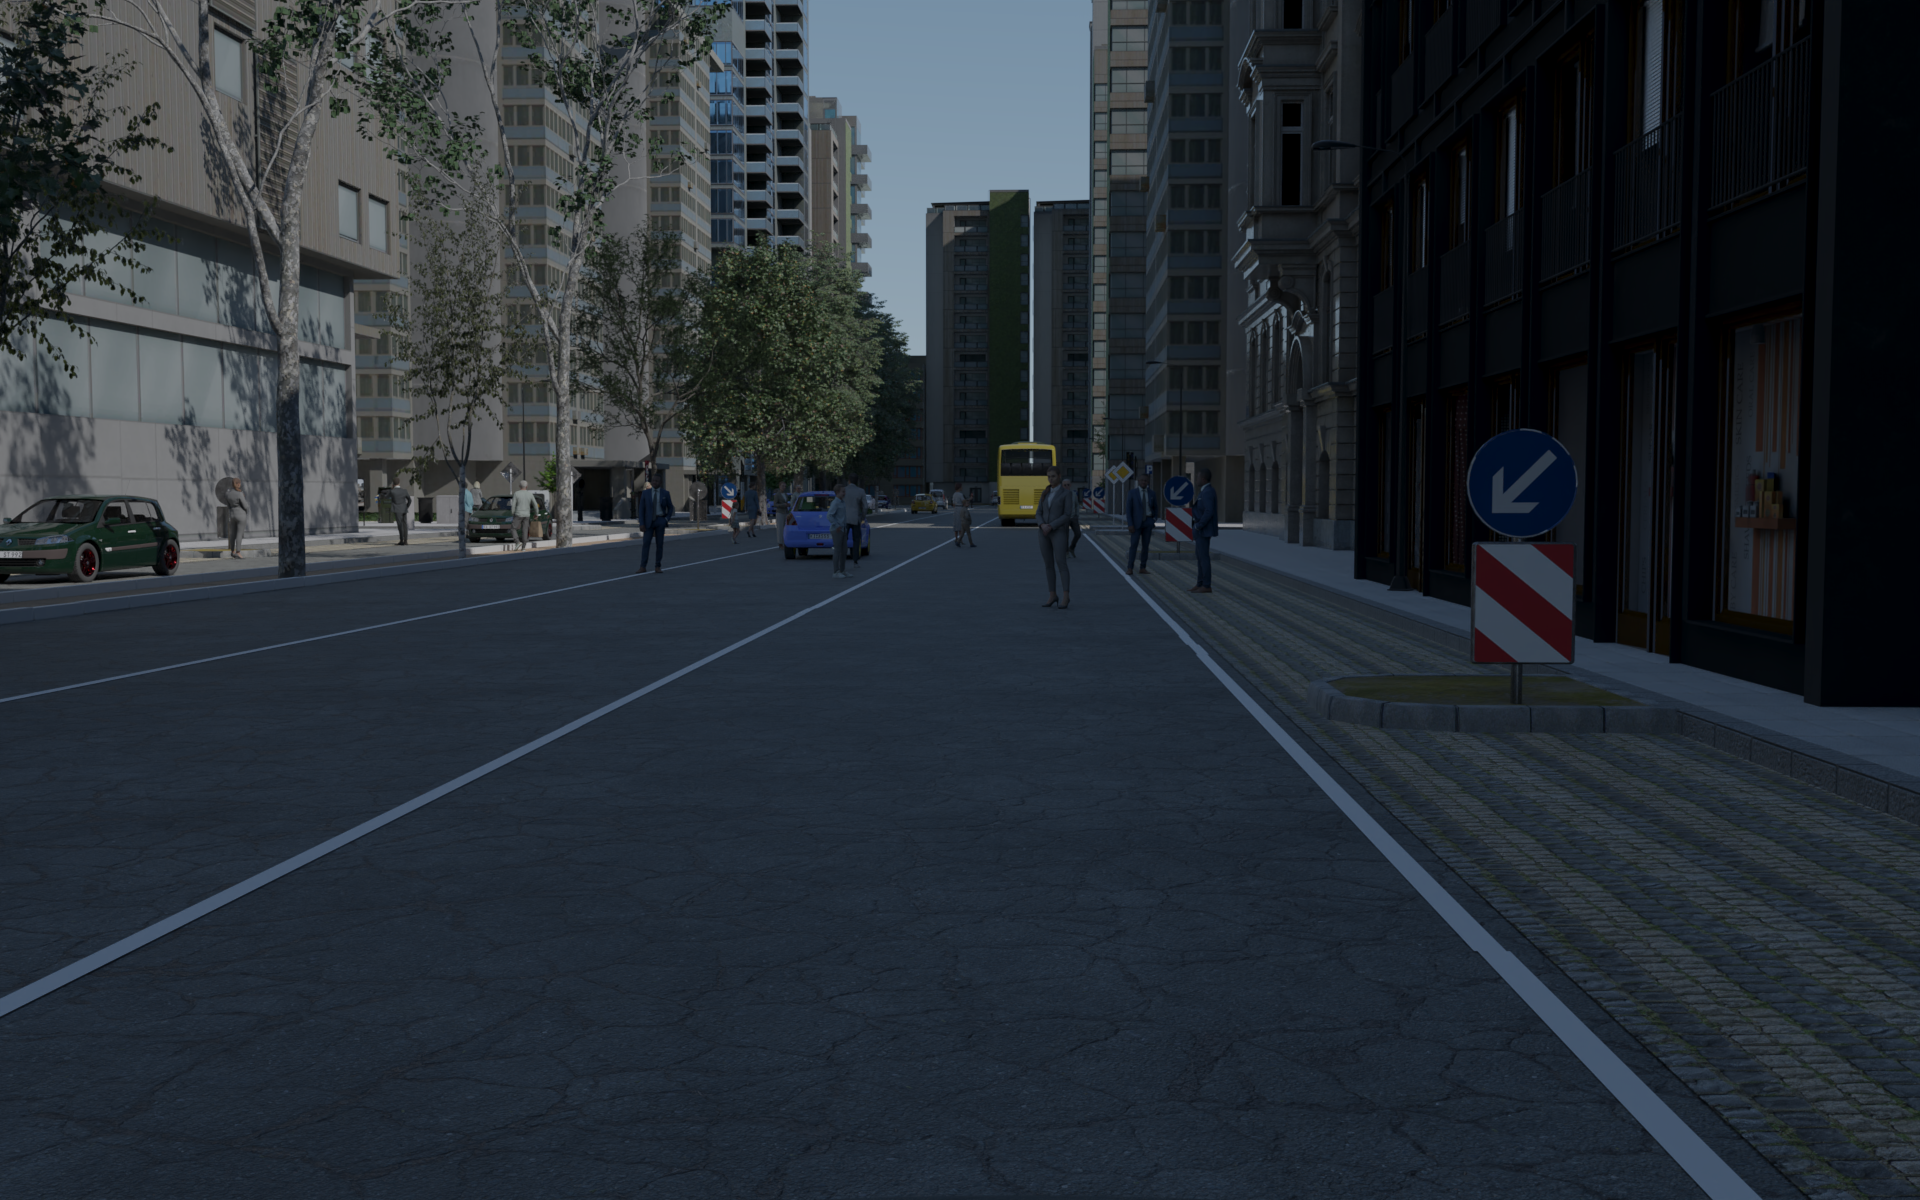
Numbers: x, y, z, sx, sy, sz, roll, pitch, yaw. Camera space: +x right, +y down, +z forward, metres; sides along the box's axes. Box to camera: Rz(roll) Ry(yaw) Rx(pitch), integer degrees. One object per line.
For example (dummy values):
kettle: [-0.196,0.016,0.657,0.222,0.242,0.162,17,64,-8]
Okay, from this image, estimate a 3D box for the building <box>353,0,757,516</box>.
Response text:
building: [-31.804,-26.724,128.811,32.217,40.220,23.993,0,4,3]

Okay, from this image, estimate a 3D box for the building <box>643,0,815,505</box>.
building: [-24.743,-51.805,159.686,22.319,86.520,31.000,0,4,3]

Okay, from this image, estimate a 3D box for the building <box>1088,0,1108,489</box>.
building: [25.736,-40.510,204.345,21.231,58.520,28.212,0,4,3]

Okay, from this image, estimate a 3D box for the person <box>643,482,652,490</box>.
person: [-9.410,-2.691,52.689,0.537,1.800,0.526,-3,4,-38]

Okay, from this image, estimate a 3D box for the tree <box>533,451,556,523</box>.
tree: [-18.113,-5.028,76.807,1.663,3.219,1.824,0,3,0]

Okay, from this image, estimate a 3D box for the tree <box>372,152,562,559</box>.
tree: [-10.733,-5.168,37.318,4.360,8.622,3.978,0,3,0]

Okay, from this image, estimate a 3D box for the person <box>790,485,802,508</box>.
person: [-6.114,-3.415,64.819,0.515,1.767,0.782,3,5,43]

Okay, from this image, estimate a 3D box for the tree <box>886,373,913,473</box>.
tree: [-7.564,-10.757,95.341,9.611,12.733,9.660,0,3,0]

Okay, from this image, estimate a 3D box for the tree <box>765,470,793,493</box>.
tree: [-15.355,-9.814,144.178,4.285,4.588,4.351,0,3,0]

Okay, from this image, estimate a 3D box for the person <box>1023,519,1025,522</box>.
person: [2.959,-4.889,88.308,0.818,1.842,0.514,0,4,-1]

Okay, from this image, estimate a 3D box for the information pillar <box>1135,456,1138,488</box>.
information pillar: [10.846,-7.054,106.679,0.183,3.616,0.504,1,4,19]

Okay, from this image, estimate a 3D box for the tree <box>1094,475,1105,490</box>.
tree: [12.740,-9.591,151.421,1.663,3.219,1.824,0,3,0]

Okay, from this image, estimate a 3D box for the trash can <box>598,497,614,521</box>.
trash can: [-16.841,-4.330,82.455,0.748,1.137,0.748,0,3,0]

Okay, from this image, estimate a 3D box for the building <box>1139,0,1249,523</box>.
building: [21.085,-23.888,82.454,23.993,40.220,32.217,0,4,3]

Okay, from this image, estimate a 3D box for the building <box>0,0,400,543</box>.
building: [-32.813,-27.917,45.675,27.495,52.752,28.713,0,4,3]

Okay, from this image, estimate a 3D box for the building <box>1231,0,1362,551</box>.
building: [14.235,-13.688,42.882,14.460,24.649,34.723,0,4,3]

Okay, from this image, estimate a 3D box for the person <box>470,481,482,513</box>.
person: [-19.937,-3.984,71.366,0.537,1.800,0.526,0,4,4]

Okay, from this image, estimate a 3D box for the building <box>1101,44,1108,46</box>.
building: [24.924,-34.012,179.800,21.300,48.544,21.600,0,4,3]

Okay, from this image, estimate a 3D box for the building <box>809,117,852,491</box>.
building: [-19.193,-30.565,183.324,14.154,41.232,14.086,0,4,3]

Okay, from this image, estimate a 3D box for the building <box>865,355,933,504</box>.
building: [-18.646,-24.332,242.862,28.899,21.520,27.650,0,4,3]

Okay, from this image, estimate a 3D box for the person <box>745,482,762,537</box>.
person: [-6.943,-3.000,57.575,0.581,1.822,0.654,3,4,37]

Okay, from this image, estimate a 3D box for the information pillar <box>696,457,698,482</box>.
information pillar: [-16.471,-7.167,108.537,0.183,3.616,0.504,-1,4,-11]

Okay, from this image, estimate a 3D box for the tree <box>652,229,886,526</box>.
tree: [-8.591,-9.489,74.617,9.611,12.733,9.660,0,3,0]

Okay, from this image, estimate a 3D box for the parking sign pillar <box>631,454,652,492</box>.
parking sign pillar: [-20.331,-7.479,110.760,1.447,3.967,1.447,-1,4,-20]

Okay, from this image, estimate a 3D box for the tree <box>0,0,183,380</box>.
tree: [-11.457,-4.121,20.194,4.360,8.622,3.978,0,3,0]

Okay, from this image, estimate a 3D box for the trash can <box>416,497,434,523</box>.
trash can: [-23.391,-3.924,75.804,0.748,1.137,0.748,0,3,0]

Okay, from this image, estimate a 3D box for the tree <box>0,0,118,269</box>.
tree: [-12.096,-5.702,12.696,9.611,12.733,9.660,0,3,0]

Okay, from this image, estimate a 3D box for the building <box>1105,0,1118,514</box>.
building: [16.651,-26.333,114.144,14.154,41.232,14.086,0,4,3]

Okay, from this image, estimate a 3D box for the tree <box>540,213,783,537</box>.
tree: [-9.751,-7.286,55.989,8.767,10.594,7.601,0,4,3]

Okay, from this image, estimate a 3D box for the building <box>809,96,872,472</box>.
building: [-26.260,-36.052,209.064,30.456,49.044,23.786,0,4,3]

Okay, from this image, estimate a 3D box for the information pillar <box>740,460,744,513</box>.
information pillar: [-14.859,-7.763,118.274,0.183,3.616,0.504,1,4,12]

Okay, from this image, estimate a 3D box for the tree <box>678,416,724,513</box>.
tree: [-16.471,-10.039,114.506,4.737,8.622,4.395,0,3,0]

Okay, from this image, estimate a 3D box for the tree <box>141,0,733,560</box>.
tree: [-11.520,-11.452,45.584,12.611,20.169,13.585,0,3,0]

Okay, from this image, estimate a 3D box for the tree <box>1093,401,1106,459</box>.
tree: [11.770,-10.732,125.838,4.737,8.622,4.395,0,3,0]

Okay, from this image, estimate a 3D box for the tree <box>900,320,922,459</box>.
tree: [-7.313,-11.988,105.117,9.857,13.997,8.962,0,3,0]

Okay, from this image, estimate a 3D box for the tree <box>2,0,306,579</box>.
tree: [-12.027,-10.404,28.449,12.611,20.169,13.585,0,3,0]

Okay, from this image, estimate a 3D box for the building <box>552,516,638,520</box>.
building: [-33.074,-24.587,93.887,32.217,40.220,23.993,0,4,3]

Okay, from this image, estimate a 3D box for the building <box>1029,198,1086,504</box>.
building: [16.798,-33.648,233.737,14.086,41.232,14.154,0,4,3]

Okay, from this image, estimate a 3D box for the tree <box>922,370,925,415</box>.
tree: [-6.740,-12.700,116.749,9.857,13.997,8.962,0,3,0]

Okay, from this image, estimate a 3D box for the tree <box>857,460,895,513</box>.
tree: [-6.187,-10.796,129.336,4.360,8.622,3.978,0,3,0]

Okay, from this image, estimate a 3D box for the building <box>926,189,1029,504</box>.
building: [2.516,-33.727,235.024,14.086,41.232,14.154,0,4,3]

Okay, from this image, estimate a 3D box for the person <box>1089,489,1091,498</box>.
person: [13.230,-10.320,175.304,0.617,1.759,0.750,1,4,15]

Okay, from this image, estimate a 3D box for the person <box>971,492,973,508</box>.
person: [1.286,-10.255,177.633,0.415,1.643,0.593,-2,4,-27]

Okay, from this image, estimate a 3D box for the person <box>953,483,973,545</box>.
person: [0.055,-2.457,49.243,0.524,1.755,0.480,-3,5,-41]

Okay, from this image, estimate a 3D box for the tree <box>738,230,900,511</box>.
tree: [-7.952,-10.719,84.374,9.857,13.997,8.962,0,3,0]

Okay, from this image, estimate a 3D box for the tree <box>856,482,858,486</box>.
tree: [-12.518,-12.820,193.315,4.285,4.588,4.351,0,3,0]

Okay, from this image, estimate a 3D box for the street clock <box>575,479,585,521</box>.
street clock: [-17.893,-4.709,81.558,0.358,2.002,0.471,2,4,27]

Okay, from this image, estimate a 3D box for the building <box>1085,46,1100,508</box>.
building: [19.290,-29.239,161.658,14.154,41.232,14.086,0,4,3]

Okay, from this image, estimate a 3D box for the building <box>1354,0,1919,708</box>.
building: [11.711,-11.475,17.298,12.332,23.373,15.834,0,4,3]

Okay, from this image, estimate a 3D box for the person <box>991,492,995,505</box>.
person: [4.192,-12.888,219.879,0.621,1.740,0.551,-2,4,-24]
